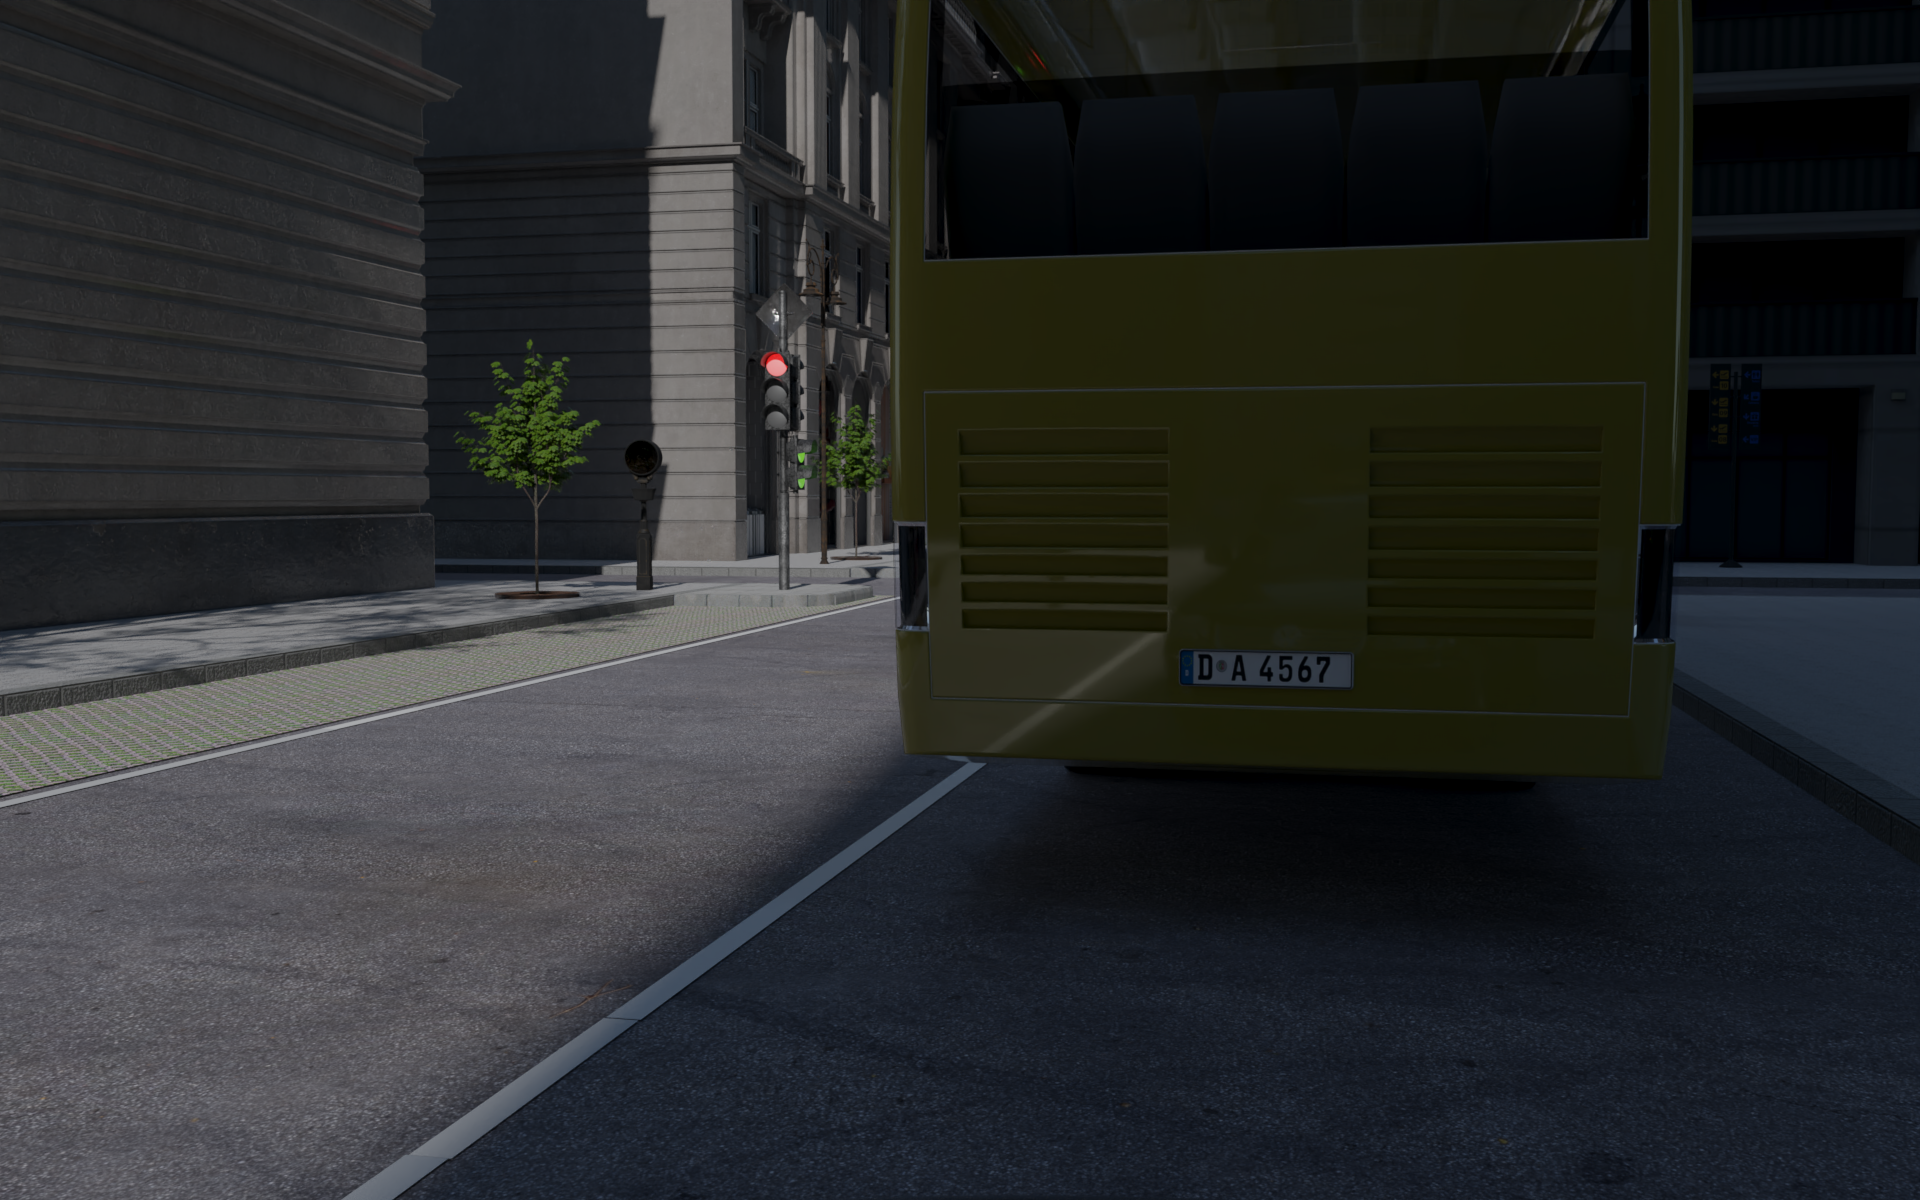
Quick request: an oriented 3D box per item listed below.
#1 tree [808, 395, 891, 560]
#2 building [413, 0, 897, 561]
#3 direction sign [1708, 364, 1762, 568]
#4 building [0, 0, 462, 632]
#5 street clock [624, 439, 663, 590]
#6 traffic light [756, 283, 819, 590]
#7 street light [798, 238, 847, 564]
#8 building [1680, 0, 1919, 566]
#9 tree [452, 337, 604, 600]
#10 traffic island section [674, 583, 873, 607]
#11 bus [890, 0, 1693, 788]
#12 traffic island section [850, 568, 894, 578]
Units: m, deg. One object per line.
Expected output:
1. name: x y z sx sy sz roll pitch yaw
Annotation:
1. tree: -1.945 -2.411 34.016 1.663 3.219 1.824 0 3 0
2. building: -7.461 -12.423 44.912 13.314 21.916 24.055 1 4 13
3. direction sign: 13.467 -2.334 30.151 0.876 3.537 0.379 0 4 2
4. building: -17.278 -11.717 20.449 19.941 23.489 11.050 1 4 13
5. street clock: -4.217 -1.134 23.108 0.471 2.002 0.358 0 4 3
6. traffic light: -2.338 -2.090 23.094 0.839 4.253 0.868 1 4 13
7. street light: -2.487 -3.595 31.564 0.468 5.910 1.993 1 4 13
8. building: 23.964 -36.652 37.512 20.611 71.187 20.563 1 4 13
9. tree: -5.307 -1.652 21.606 1.663 3.219 1.824 0 3 0
10. traffic island section: -2.375 -0.059 23.238 2.009 0.180 2.903 1 4 13
11. bus: 2.316 -1.215 11.418 2.896 3.916 12.252 1 4 13
12. traffic island section: -0.618 -0.535 31.028 2.009 0.180 2.903 1 4 13
